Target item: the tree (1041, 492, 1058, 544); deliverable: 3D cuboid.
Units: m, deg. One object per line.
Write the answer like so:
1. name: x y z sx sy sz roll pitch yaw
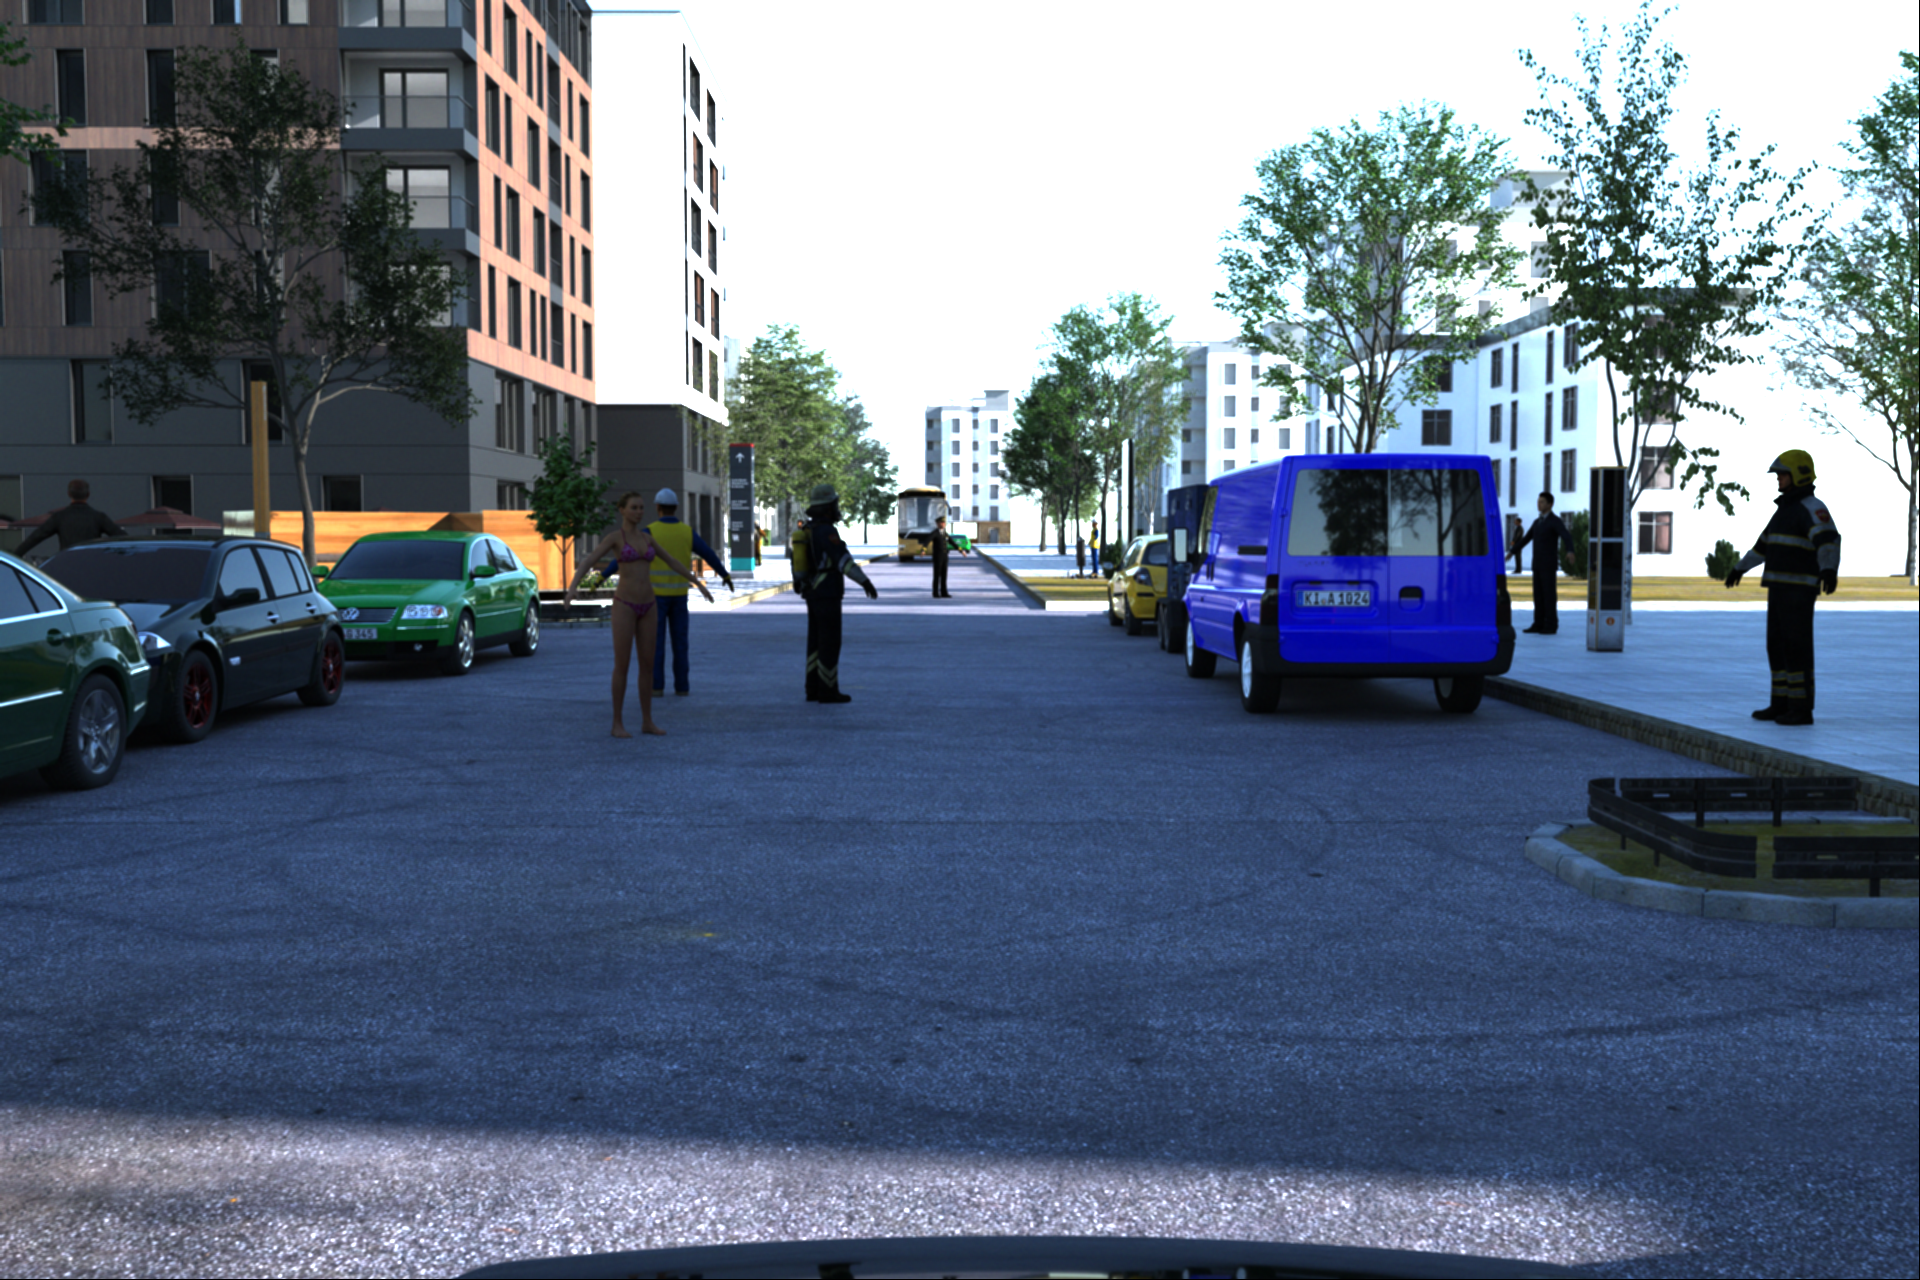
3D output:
1. tree: 12.665 -17.120 230.281 4.737 8.622 4.395 0 3 0

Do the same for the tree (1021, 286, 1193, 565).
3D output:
1. tree: 6.128 -8.975 72.499 9.928 11.665 9.643 0 3 0

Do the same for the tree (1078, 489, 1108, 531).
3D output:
1. tree: 17.576 -17.121 230.295 4.737 8.622 4.395 0 3 0

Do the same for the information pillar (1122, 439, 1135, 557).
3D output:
1. information pillar: 4.215 -3.188 43.437 0.184 3.620 1.656 0 4 1

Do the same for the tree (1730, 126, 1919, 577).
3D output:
1. tree: 28.617 -8.657 51.909 12.009 13.543 11.850 0 3 0

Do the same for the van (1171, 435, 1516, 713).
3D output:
1. van: 3.214 -0.682 15.537 2.240 2.365 5.245 0 4 -1

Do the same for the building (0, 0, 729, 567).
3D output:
1. building: -24.829 -13.566 65.776 27.936 21.610 32.646 0 4 0

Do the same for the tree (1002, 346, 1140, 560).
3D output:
1. tree: 5.636 -9.308 86.606 7.601 10.594 8.767 -1 4 -9

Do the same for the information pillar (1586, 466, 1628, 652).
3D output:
1. information pillar: 7.051 -0.880 18.883 0.304 2.012 0.304 0 4 -1

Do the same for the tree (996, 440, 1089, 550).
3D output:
1. tree: 6.467 -12.260 134.862 8.767 10.594 7.601 1 4 21

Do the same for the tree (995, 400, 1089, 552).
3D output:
1. tree: 5.987 -12.107 123.708 9.928 11.665 9.643 0 3 0

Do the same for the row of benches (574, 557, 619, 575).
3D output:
1. row of benches: -10.668 -1.890 46.357 4.104 0.672 1.422 -1 4 -9

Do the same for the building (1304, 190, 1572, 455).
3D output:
1. building: 25.616 -15.012 101.873 16.016 20.090 11.380 0 4 0

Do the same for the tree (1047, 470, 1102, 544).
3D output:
1. tree: 14.843 -18.676 223.479 7.486 12.596 7.792 0 3 0

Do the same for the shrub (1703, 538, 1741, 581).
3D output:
1. shrub: 21.027 -2.241 47.760 1.383 1.207 1.383 0 3 0

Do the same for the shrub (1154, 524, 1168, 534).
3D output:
1. shrub: 6.462 -2.798 49.781 1.661 2.075 1.752 0 3 0

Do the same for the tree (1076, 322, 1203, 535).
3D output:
1. tree: 6.755 -6.707 60.020 4.360 8.622 3.978 0 3 0

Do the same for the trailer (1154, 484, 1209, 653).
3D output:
1. trailer: 3.187 -0.906 21.870 1.471 1.999 3.904 0 4 0

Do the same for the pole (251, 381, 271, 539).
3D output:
1. pole: -9.369 -1.798 23.239 0.158 3.312 0.155 0 3 0

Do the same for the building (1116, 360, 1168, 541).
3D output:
1. building: 26.453 -19.467 184.735 16.747 18.905 31.486 0 4 0

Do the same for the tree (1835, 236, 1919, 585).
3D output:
1. tree: 24.033 -5.661 42.920 4.737 8.622 4.395 0 3 0

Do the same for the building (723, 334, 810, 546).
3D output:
1. building: -25.790 -22.546 199.554 19.493 23.208 18.063 0 4 0

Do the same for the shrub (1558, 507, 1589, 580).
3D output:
1. shrub: 17.461 -2.688 48.376 1.690 2.028 1.600 0 3 0

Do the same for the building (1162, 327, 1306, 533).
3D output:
1. building: 24.559 -18.929 165.904 16.016 20.090 11.380 0 4 0

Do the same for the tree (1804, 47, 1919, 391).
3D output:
1. tree: 20.758 -6.611 33.839 9.928 11.665 9.643 0 3 0

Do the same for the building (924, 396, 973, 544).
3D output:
1. building: -4.509 -22.704 230.083 11.380 20.090 16.016 0 4 2

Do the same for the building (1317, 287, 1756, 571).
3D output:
1. building: 22.442 -8.005 73.030 9.099 9.664 28.070 0 3 0

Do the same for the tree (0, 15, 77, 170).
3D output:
1. tree: -11.559 -5.428 14.502 9.928 11.665 9.643 0 3 0

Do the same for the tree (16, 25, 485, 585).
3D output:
1. tree: -12.370 -5.983 32.230 7.601 10.594 8.767 1 4 22

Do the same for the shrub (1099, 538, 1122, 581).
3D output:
1. shrub: 4.234 -2.160 46.429 1.383 1.207 1.383 0 3 0

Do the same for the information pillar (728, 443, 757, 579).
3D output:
1. information pillar: -6.257 -3.693 49.764 0.750 3.857 0.750 0 4 0

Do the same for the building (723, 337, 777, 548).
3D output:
1. building: -28.092 -18.663 171.597 16.747 18.905 31.486 0 4 0

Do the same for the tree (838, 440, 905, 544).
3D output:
1. tree: -12.327 -19.635 227.683 9.857 13.997 8.962 0 3 0

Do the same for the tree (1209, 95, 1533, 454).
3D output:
1. tree: 9.711 -7.076 41.455 9.928 11.665 9.643 0 3 0

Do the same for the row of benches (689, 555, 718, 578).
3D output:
1. row of benches: -8.158 -2.121 50.134 1.422 0.672 4.104 1 4 16
